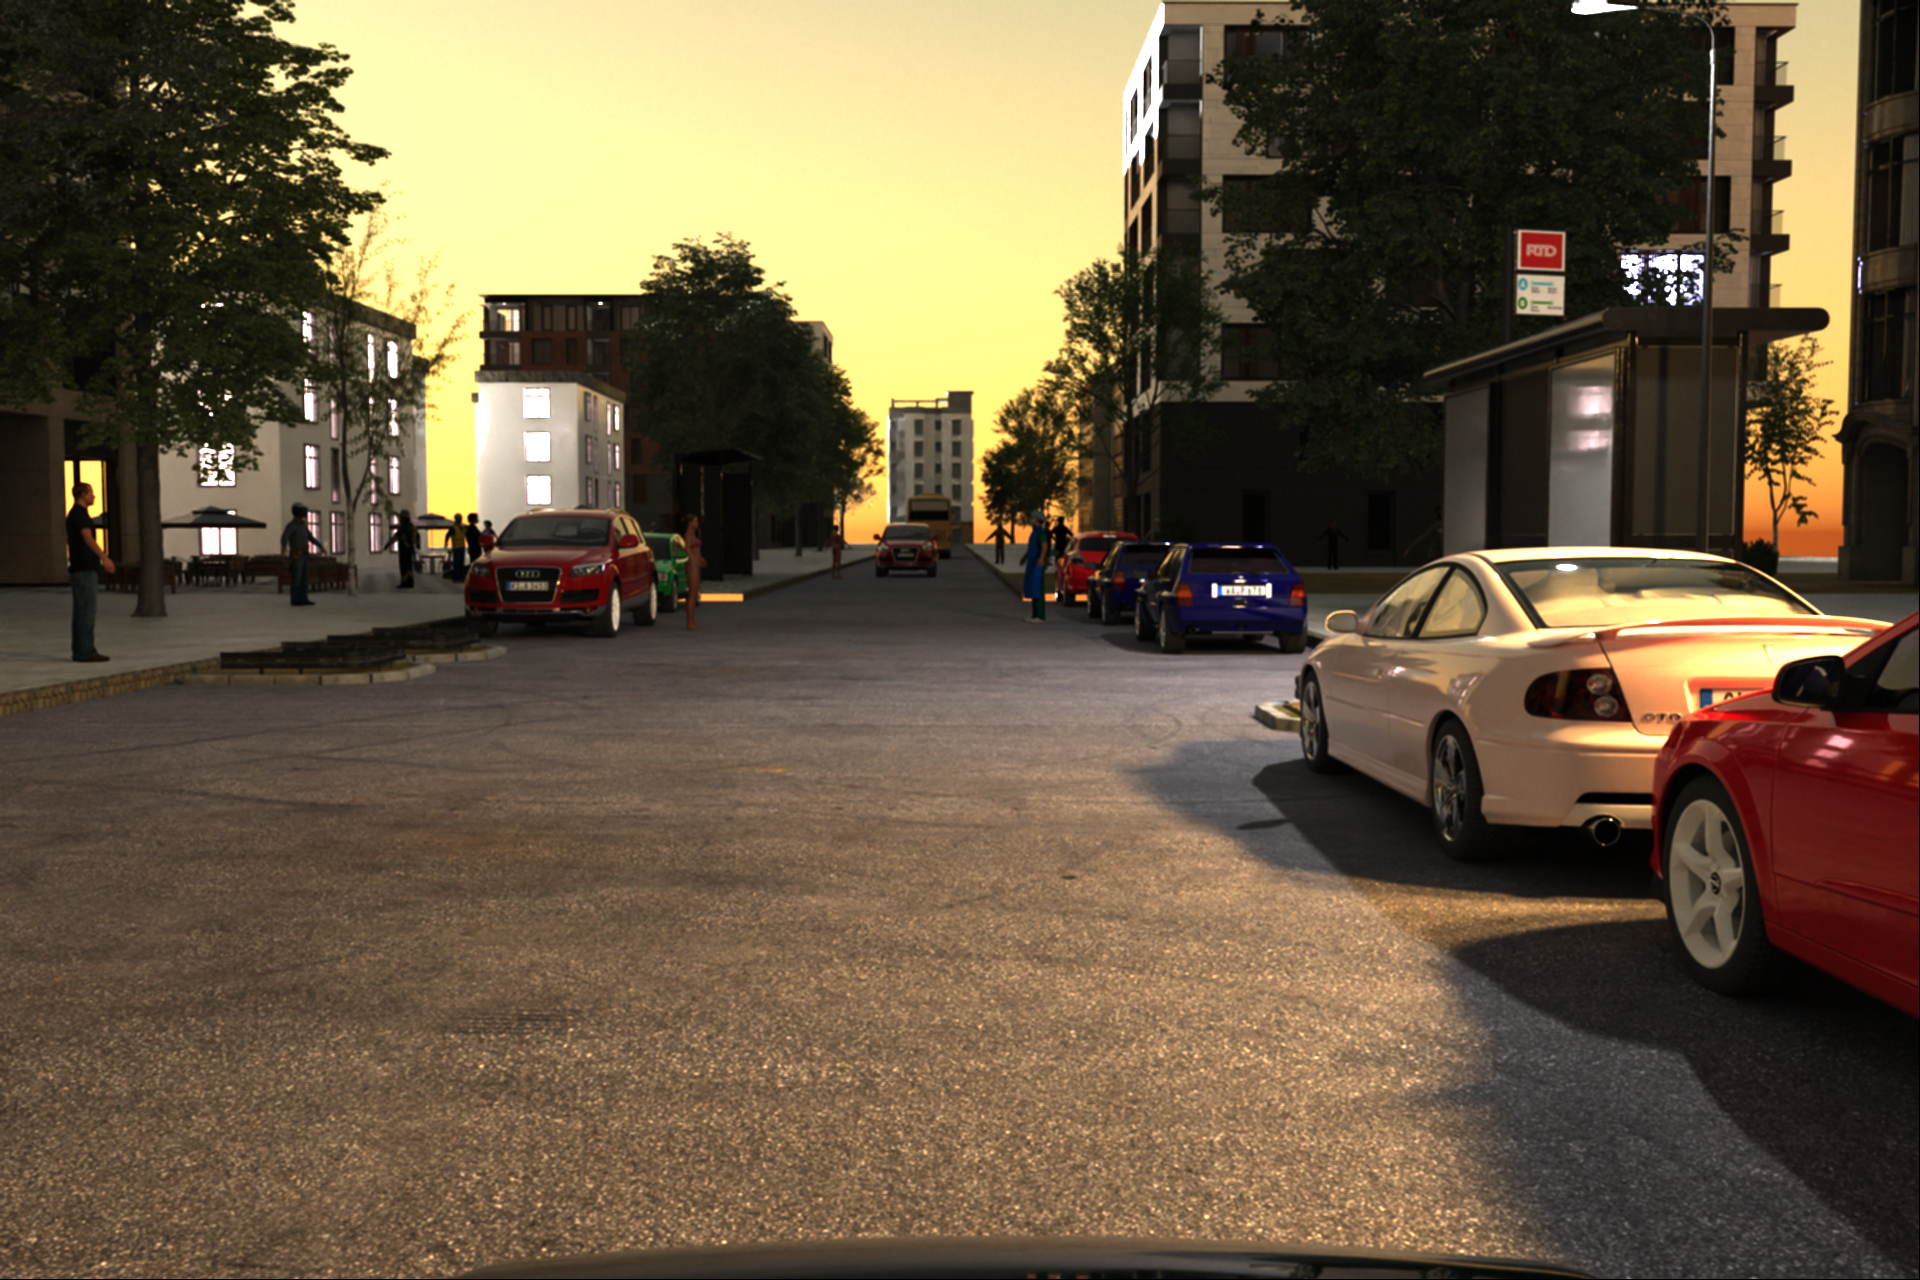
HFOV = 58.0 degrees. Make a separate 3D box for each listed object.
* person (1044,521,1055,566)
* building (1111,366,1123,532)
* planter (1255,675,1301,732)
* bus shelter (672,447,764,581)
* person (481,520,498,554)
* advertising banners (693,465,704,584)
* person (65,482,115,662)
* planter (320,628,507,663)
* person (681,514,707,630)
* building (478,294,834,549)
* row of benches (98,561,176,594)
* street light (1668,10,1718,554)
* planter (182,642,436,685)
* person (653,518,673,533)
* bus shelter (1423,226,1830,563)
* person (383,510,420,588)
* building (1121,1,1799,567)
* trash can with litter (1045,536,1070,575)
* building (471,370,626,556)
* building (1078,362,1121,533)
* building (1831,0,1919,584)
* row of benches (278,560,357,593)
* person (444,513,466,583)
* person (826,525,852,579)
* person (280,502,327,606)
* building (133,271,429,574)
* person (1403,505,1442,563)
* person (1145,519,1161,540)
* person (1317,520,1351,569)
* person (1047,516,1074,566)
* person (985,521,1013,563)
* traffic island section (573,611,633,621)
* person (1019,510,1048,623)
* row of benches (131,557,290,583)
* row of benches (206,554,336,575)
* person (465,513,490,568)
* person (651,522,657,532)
[{"bbox_3d":[3.598,-3.941,70.573,0.704,1.812,1.346,-1,4,-21],"label":"person"},{"bbox_3d":[24.148,-20.133,160.111,19.493,23.208,18.063,0,4,0],"label":"building"},{"bbox_3d":[3.300,0.487,13.174,1.991,0.319,1.994,0,3,0],"label":"planter"},{"bbox_3d":[-6.915,-3.594,50.053,1.731,3.624,6.357,0,4,1],"label":"bus shelter"},{"bbox_3d":[-18.915,-3.862,69.289,1.345,1.843,0.704,2,4,30],"label":"person"},{"bbox_3d":[-6.597,-2.899,43.586,0.090,3.025,2.074,0,4,1],"label":"advertising banners"},{"bbox_3d":[-8.795,-0.687,17.453,0.705,1.803,1.348,-3,4,-38],"label":"person"},{"bbox_3d":[-6.404,0.057,20.210,1.991,0.319,1.994,0,4,-1],"label":"planter"},{"bbox_3d":[-3.948,-1.028,26.061,0.721,1.733,1.217,0,4,-2],"label":"person"},{"bbox_3d":[-27.057,-19.585,164.182,27.936,21.610,32.646,0,3,0],"label":"building"},{"bbox_3d":[-18.393,-1.413,38.571,1.422,0.672,4.104,-3,5,-41],"label":"row of benches"},{"bbox_3d":[7.064,-2.604,15.118,1.470,5.913,1.316,0,4,0],"label":"street light"},{"bbox_3d":[-6.418,0.226,17.437,1.991,0.319,1.994,0,4,-1],"label":"planter"},{"bbox_3d":[-9.865,-3.137,57.419,1.348,1.813,0.705,-1,4,-17],"label":"person"},{"bbox_3d":[6.951,-2.613,20.361,2.179,5.291,8.768,0,4,-1],"label":"bus shelter"},{"bbox_3d":[-13.148,-2.155,41.015,0.705,1.856,1.354,1,4,17],"label":"person"},{"bbox_3d":[21.507,-14.638,83.301,27.936,21.610,32.646,0,4,-1],"label":"building"},{"bbox_3d":[3.283,-2.609,53.723,1.678,1.210,2.233,0,4,-1],"label":"trash can with litter"},{"bbox_3d":[-24.389,-9.839,103.013,9.099,9.664,28.070,0,4,-1],"label":"building"},{"bbox_3d":[22.311,-21.316,179.437,19.493,23.208,18.063,0,4,-1],"label":"building"},{"bbox_3d":[29.002,-12.878,27.201,14.369,24.946,33.146,0,4,0],"label":"building"},{"bbox_3d":[-14.584,-1.461,39.352,1.422,0.672,4.104,0,4,-4],"label":"row of benches"},{"bbox_3d":[-13.150,-2.418,45.505,0.705,1.833,1.349,1,4,22],"label":"person"},{"bbox_3d":[-3.922,-2.851,55.873,0.721,1.733,1.217,-3,5,-44],"label":"person"},{"bbox_3d":[-11.847,-1.547,31.131,0.704,1.849,1.345,1,4,11],"label":"person"},{"bbox_3d":[-26.296,-7.788,69.480,9.099,9.664,28.070,0,3,0],"label":"building"},{"bbox_3d":[7.495,-1.254,27.257,1.215,1.744,0.721,-2,4,-25],"label":"person"},{"bbox_3d":[7.208,-3.504,63.143,1.347,1.847,0.705,-1,4,-22],"label":"person"},{"bbox_3d":[13.538,-3.461,62.812,1.346,1.802,0.704,-1,4,-16],"label":"person"},{"bbox_3d":[2.954,-2.704,50.392,1.347,1.806,0.705,2,4,31],"label":"person"},{"bbox_3d":[1.732,-4.276,75.673,1.354,1.858,0.705,-2,4,-24],"label":"person"},{"bbox_3d":[-6.488,-0.406,29.499,1.991,0.108,1.994,0,4,0],"label":"traffic island section"},{"bbox_3d":[1.222,-1.193,28.084,0.704,1.817,1.347,-1,4,-11],"label":"person"},{"bbox_3d":[-19.539,-1.835,45.467,4.104,0.672,1.422,0,4,-1],"label":"row of benches"},{"bbox_3d":[-21.775,-2.390,54.539,4.104,0.672,1.422,0,4,3],"label":"row of benches"},{"bbox_3d":[-10.438,-1.883,37.503,0.721,1.740,1.216,-2,4,-33],"label":"person"},{"bbox_3d":[-12.743,-4.003,71.910,1.216,1.772,0.721,2,4,29],"label":"person"}]
